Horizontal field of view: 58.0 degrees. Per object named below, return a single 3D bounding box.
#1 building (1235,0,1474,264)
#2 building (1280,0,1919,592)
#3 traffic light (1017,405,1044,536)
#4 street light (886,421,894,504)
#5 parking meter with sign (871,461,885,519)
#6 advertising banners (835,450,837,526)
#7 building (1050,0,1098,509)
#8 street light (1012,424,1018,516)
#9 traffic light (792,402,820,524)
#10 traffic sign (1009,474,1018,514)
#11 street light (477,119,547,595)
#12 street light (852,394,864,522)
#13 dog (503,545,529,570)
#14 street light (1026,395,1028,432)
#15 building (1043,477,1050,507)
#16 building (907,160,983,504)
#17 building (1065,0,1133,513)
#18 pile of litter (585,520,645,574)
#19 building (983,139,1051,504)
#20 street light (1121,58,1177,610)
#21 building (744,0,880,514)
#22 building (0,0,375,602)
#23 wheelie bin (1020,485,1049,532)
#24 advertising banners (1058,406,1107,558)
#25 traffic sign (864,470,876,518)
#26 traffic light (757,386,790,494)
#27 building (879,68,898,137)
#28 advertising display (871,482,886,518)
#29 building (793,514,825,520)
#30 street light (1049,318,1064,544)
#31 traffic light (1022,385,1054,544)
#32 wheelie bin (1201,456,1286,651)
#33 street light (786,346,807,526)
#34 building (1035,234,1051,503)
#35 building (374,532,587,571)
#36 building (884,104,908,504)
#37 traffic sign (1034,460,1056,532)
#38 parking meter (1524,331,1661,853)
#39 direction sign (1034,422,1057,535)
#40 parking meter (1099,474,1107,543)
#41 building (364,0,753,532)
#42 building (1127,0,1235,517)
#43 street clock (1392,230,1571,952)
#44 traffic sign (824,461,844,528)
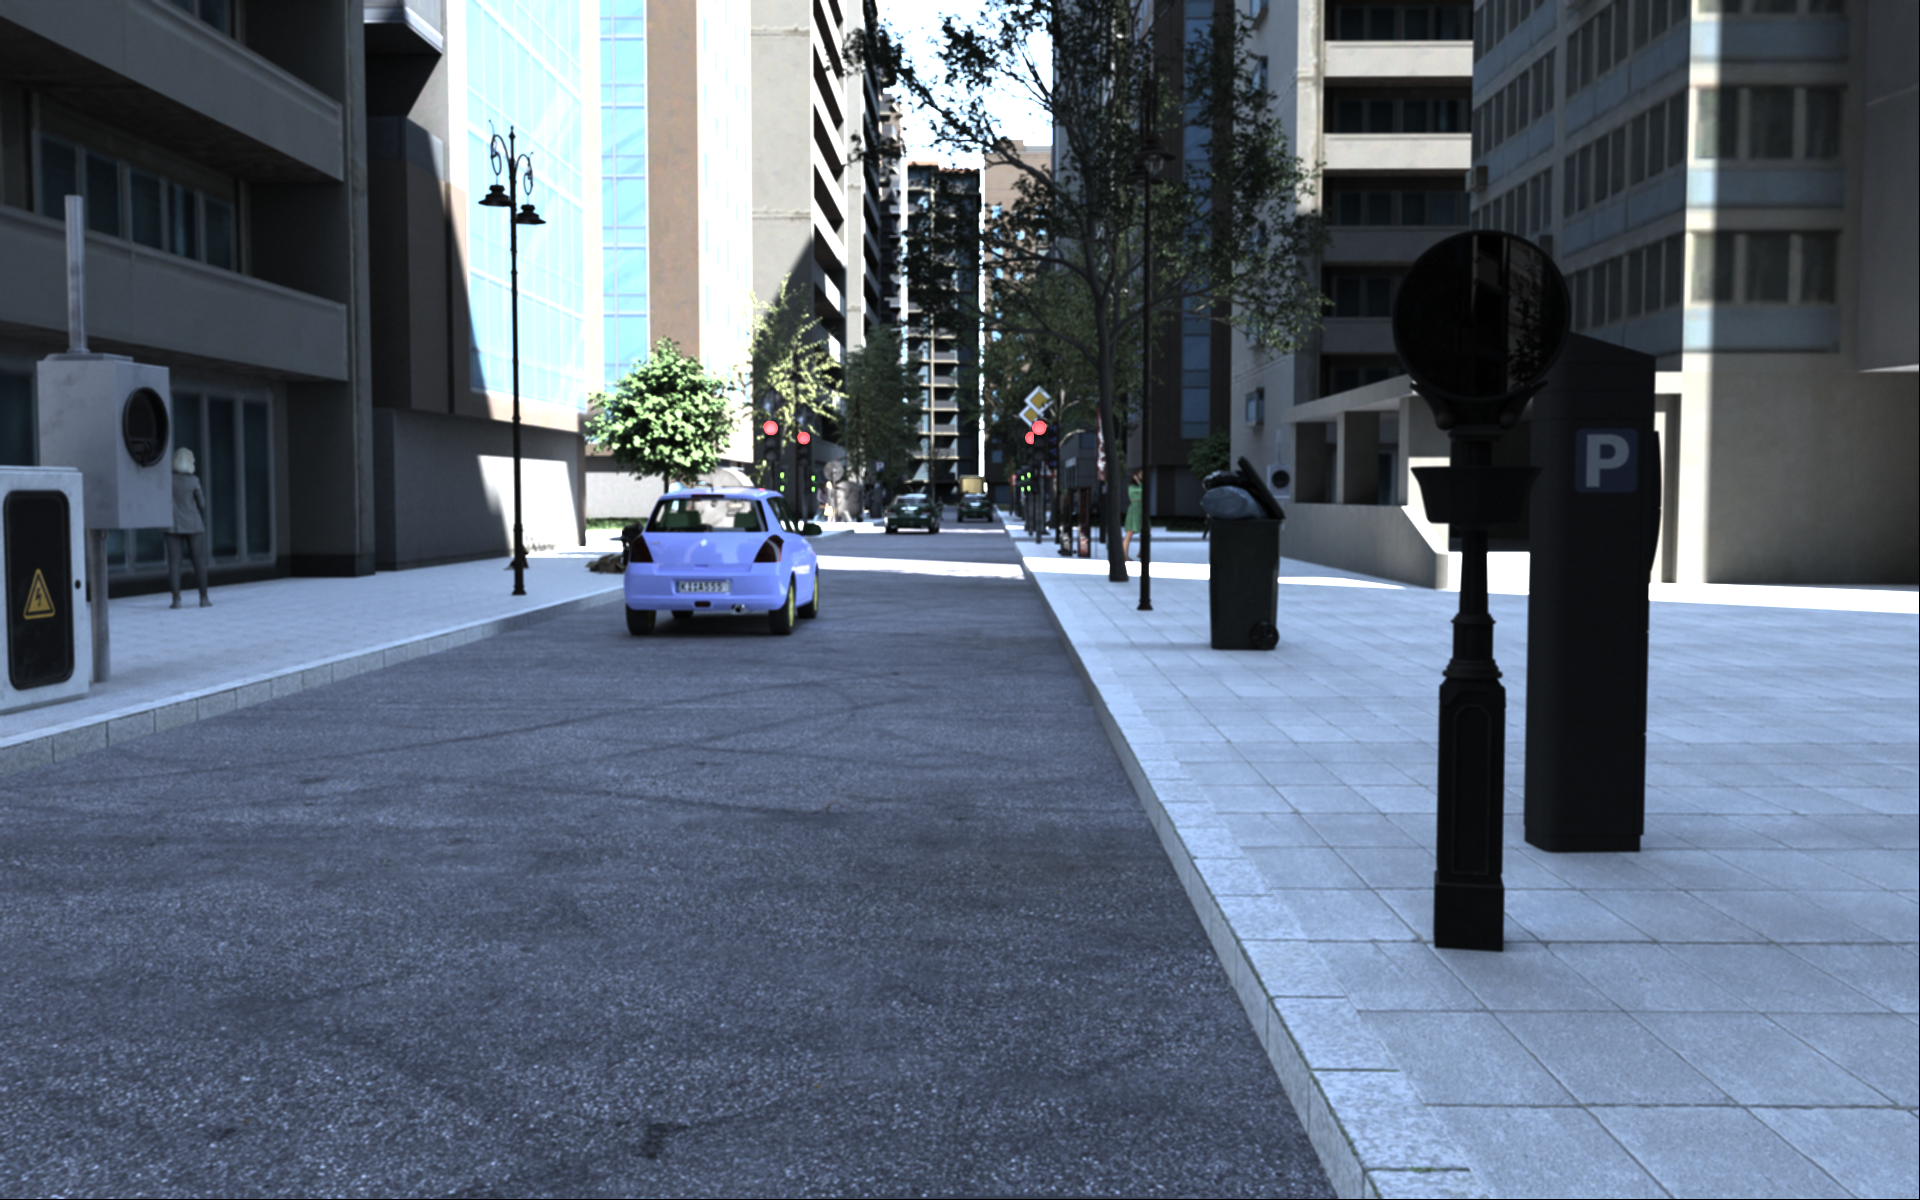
[{"bbox_3d":[21.775,-27.106,66.879,21.600,48.544,21.300,0,4,1],"label":"building"},{"bbox_3d":[22.594,-20.598,28.661,32.217,40.220,23.993,0,4,1],"label":"building"},{"bbox_3d":[2.147,-3.905,52.761,0.839,4.253,0.868,0,4,1],"label":"traffic light"},{"bbox_3d":[-4.307,-8.160,106.200,0.468,5.910,1.993,0,4,1],"label":"street light"},{"bbox_3d":[-4.355,-5.832,91.615,0.543,3.016,1.738,0,4,7],"label":"parking meter with sign"},{"bbox_3d":[-5.041,-4.530,70.260,0.090,3.025,2.074,0,4,-6],"label":"advertising banners"},{"bbox_3d":[18.231,-36.983,146.671,21.231,58.520,28.212,0,4,1],"label":"building"},{"bbox_3d":[3.332,-7.909,102.099,0.468,5.910,1.993,0,4,1],"label":"street light"},{"bbox_3d":[-4.713,-3.910,52.855,0.839,4.253,0.868,0,4,1],"label":"traffic light"},{"bbox_3d":[3.497,-6.783,111.015,0.768,2.556,0.104,0,4,5],"label":"traffic sign"},{"bbox_3d":[-5.617,-3.003,21.893,0.468,5.910,1.993,0,4,1],"label":"street light"},{"bbox_3d":[-4.748,-6.578,80.345,0.468,5.910,1.993,0,4,1],"label":"street light"},{"bbox_3d":[-7.635,-0.733,29.716,0.550,0.427,0.748,3,5,45],"label":"dog"},{"bbox_3d":[2.946,-6.313,76.009,0.468,5.910,1.993,0,4,1],"label":"street light"},{"bbox_3d":[23.907,-29.490,174.049,32.217,40.220,23.993,0,4,1],"label":"building"},{"bbox_3d":[-11.506,-34.898,225.213,28.867,44.769,22.147,0,4,1],"label":"building"},{"bbox_3d":[17.878,-41.454,116.029,20.563,71.187,20.611,0,4,1],"label":"building"},{"bbox_3d":[-5.638,-0.895,28.593,1.176,0.858,1.719,1,4,11],"label":"pile of litter"},{"bbox_3d":[10.106,-34.941,221.388,14.200,45.320,14.600,0,4,1],"label":"building"},{"bbox_3d":[2.048,-2.826,18.998,0.468,5.910,1.993,0,4,1],"label":"street light"},{"bbox_3d":[-17.731,-31.506,138.819,21.300,48.544,21.600,0,4,1],"label":"building"},{"bbox_3d":[-20.094,-23.975,15.693,21.300,48.544,21.600,0,4,1],"label":"building"},{"bbox_3d":[2.577,-3.146,59.339,0.980,1.594,0.693,0,4,-6],"label":"wheelie bin"},{"bbox_3d":[2.497,-2.370,34.934,0.090,3.025,2.074,-2,4,-24],"label":"advertising banners"},{"bbox_3d":[-4.823,-5.679,92.852,0.884,2.594,0.081,0,4,7],"label":"traffic sign"},{"bbox_3d":[-4.842,-3.422,44.871,0.839,4.253,0.868,0,4,1],"label":"traffic light"},{"bbox_3d":[-17.270,-31.162,164.116,22.147,44.769,28.867,0,4,1],"label":"building"},{"bbox_3d":[-4.464,-5.430,93.988,0.974,1.923,0.123,-2,4,-28],"label":"advertising display"},{"bbox_3d":[-17.808,-28.877,95.834,21.300,48.544,21.600,0,4,1],"label":"building"},{"bbox_3d":[2.517,-4.380,44.405,0.468,5.910,1.993,0,4,1],"label":"street light"},{"bbox_3d":[2.019,-3.416,44.777,0.839,4.253,0.868,0,4,1],"label":"traffic light"},{"bbox_3d":[2.349,-0.399,14.438,0.693,1.594,0.980,0,4,7],"label":"wheelie bin"},{"bbox_3d":[-5.103,-4.980,54.208,0.468,5.910,1.993,0,4,1],"label":"street light"},{"bbox_3d":[15.371,-25.808,193.656,14.160,30.474,14.107,0,4,1],"label":"building"},{"bbox_3d":[-15.943,-23.515,34.575,14.200,45.320,14.600,0,4,1],"label":"building"},{"bbox_3d":[-13.333,-33.272,194.102,14.200,45.320,14.600,0,4,1],"label":"building"},{"bbox_3d":[2.642,-3.401,55.607,0.884,2.594,0.081,0,4,7],"label":"traffic sign"},{"bbox_3d":[2.286,-0.034,6.267,0.399,1.863,0.255,0,4,-3],"label":"parking meter"},{"bbox_3d":[2.661,-3.805,54.213,0.876,3.537,0.379,-1,4,-10],"label":"direction sign"},{"bbox_3d":[3.826,-2.405,45.025,0.399,1.863,0.255,2,4,33],"label":"parking meter"},{"bbox_3d":[-16.364,-25.685,70.054,14.600,45.320,14.200,0,4,1],"label":"building"},{"bbox_3d":[16.246,-26.888,89.734,14.600,45.320,14.200,0,4,1],"label":"building"},{"bbox_3d":[1.454,-0.020,4.901,0.471,2.002,0.358,1,4,14],"label":"street clock"},{"bbox_3d":[-4.833,-4.051,66.333,0.768,2.556,0.104,0,4,5],"label":"traffic sign"}]
